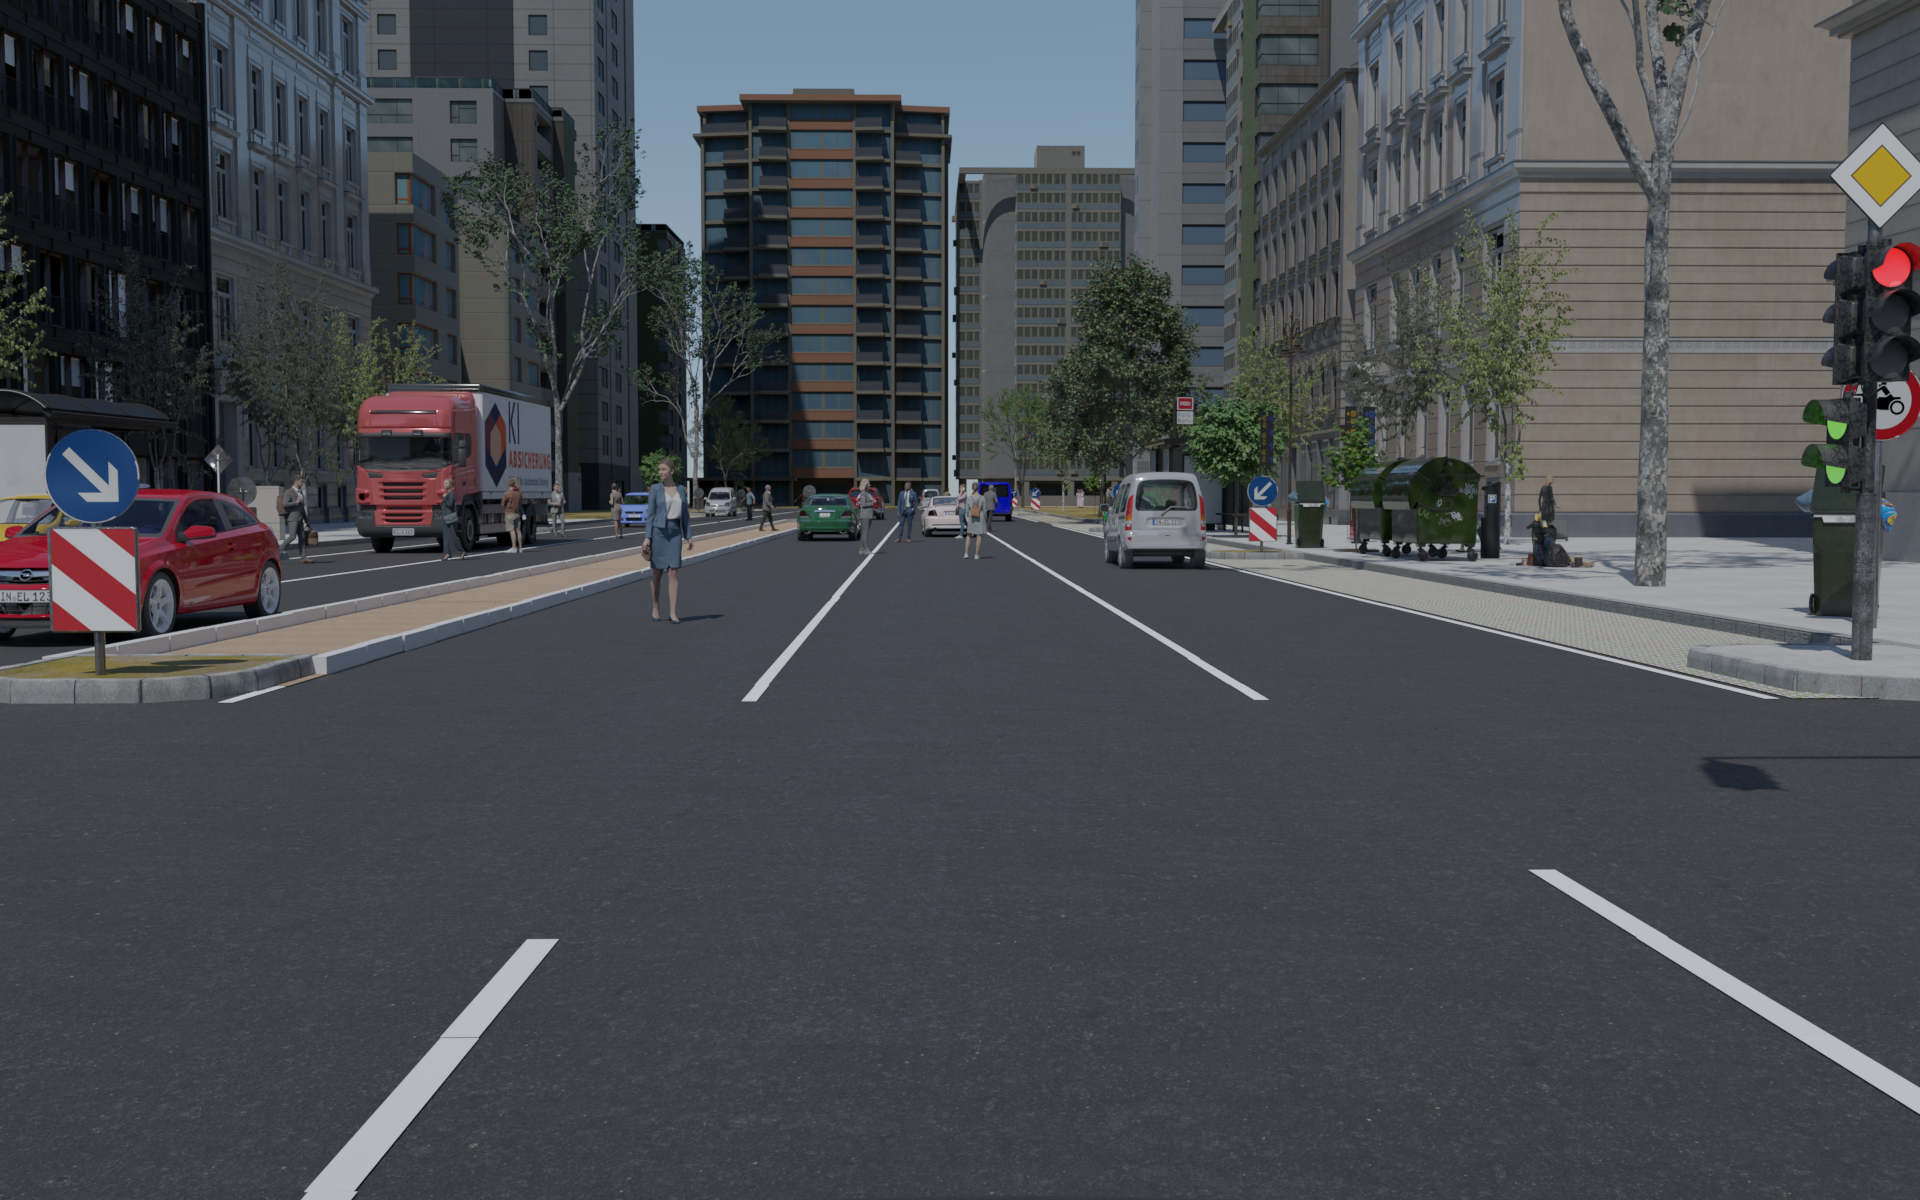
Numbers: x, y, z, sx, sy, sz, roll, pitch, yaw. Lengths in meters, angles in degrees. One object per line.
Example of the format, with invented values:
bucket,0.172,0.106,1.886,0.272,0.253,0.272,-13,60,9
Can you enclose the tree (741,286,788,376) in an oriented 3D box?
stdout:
tree,-19.591,-16.926,132.632,12.611,20.169,13.585,0,3,0

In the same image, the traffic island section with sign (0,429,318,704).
traffic island section with sign,-6.090,-0.284,12.786,2.006,1.907,1.989,0,4,-1

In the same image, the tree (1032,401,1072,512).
tree,7.363,-10.757,126.239,4.737,8.622,4.395,0,3,0

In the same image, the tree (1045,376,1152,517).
tree,7.996,-9.798,94.612,7.601,10.594,8.767,1,4,19

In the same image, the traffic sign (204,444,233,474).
traffic sign,-19.685,-2.830,46.000,0.795,2.593,0.064,0,4,7

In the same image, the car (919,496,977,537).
car,-0.349,-2.873,59.332,2.083,1.381,4.827,0,4,-3

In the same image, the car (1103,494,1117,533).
car,5.847,-3.028,58.301,1.959,1.807,4.718,0,4,-1

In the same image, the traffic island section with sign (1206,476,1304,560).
traffic island section with sign,6.475,-1.829,38.526,1.989,1.847,2.006,0,4,-1

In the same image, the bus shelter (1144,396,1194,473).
bus shelter,8.611,-5.586,68.969,2.179,5.291,8.768,0,4,-1

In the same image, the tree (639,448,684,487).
tree,-21.124,-8.480,122.358,4.285,4.588,4.351,0,3,0

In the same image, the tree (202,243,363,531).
tree,-19.295,-6.135,50.676,4.360,8.622,3.978,0,3,0

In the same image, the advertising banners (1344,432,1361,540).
advertising banners,10.917,-3.172,48.042,0.090,3.025,2.074,0,4,-3

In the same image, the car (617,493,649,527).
car,-14.004,-4.041,75.666,1.945,1.707,3.694,0,4,-3

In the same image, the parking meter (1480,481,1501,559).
parking meter,10.583,-1.598,34.541,0.372,1.533,0.369,0,3,0

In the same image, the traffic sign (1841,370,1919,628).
traffic sign,8.733,-1.003,16.501,0.768,2.556,0.104,0,4,2

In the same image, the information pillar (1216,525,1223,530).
information pillar,9.371,-3.521,62.058,0.304,2.012,0.304,0,4,-3

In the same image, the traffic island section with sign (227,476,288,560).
traffic island section with sign,-15.742,-1.768,37.535,1.989,1.847,2.006,0,4,-1

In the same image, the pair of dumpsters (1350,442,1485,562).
pair of dumpsters,9.150,-1.976,34.796,1.574,2.255,4.437,0,4,-1

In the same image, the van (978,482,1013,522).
van,1.767,-5.351,91.866,2.240,2.365,5.245,0,3,0

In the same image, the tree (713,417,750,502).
tree,-21.490,-13.135,165.112,4.737,8.622,4.395,0,3,0

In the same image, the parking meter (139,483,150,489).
parking meter,-19.294,-1.985,40.873,0.372,1.533,0.369,0,3,0

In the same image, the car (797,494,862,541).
car,-4.077,-2.607,54.430,2.131,1.459,4.920,0,4,0

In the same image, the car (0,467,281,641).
car,-8.715,-0.563,18.248,2.155,1.783,4.494,0,4,-1

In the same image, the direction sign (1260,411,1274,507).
direction sign,8.408,-3.396,47.523,0.379,3.537,0.876,2,4,33

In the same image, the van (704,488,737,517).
van,-15.170,-6.297,109.966,2.013,2.044,4.112,0,4,-1

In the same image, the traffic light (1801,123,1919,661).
traffic light,6.957,-1.490,13.287,0.839,4.253,0.868,0,4,-1

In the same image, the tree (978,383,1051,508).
tree,5.788,-14.518,163.121,9.928,11.665,9.643,0,3,0

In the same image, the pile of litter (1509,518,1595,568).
pile of litter,10.554,-1.032,30.842,1.176,0.858,1.719,-1,4,-10

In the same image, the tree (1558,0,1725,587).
tree,8.460,-10.312,24.485,12.611,20.169,13.585,0,3,0

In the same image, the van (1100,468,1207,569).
van,3.863,-1.692,34.670,2.013,2.044,4.112,0,4,-1

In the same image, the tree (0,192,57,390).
tree,-23.072,-5.457,39.592,4.737,8.622,4.395,0,3,0

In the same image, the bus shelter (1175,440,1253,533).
bus shelter,8.601,-3.925,58.093,2.014,3.302,5.546,0,4,-1

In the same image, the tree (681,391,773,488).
tree,-21.086,-13.594,156.667,8.767,10.594,7.601,0,4,-4

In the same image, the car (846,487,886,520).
car,-5.350,-5.434,97.522,2.281,1.827,5.304,0,4,1

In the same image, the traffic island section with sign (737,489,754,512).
traffic island section with sign,-17.964,-8.181,142.386,1.989,1.847,2.006,0,4,-1

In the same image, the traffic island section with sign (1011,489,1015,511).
traffic island section with sign,4.254,-8.192,142.569,1.989,1.847,2.006,0,4,-1

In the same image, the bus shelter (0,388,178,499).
bus shelter,-18.431,-2.574,36.010,2.014,3.302,5.546,0,4,-1

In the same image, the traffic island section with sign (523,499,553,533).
traffic island section with sign,-16.325,-3.468,65.327,1.989,1.847,2.006,0,4,-1

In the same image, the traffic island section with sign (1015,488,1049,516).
traffic island section with sign,4.853,-6.514,115.134,1.989,1.847,2.006,0,4,-1

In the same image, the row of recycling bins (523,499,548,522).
row of recycling bins,-19.669,-4.477,80.309,1.069,1.692,3.534,0,4,-7

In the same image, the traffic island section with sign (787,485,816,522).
traffic island section with sign,-7.693,-4.879,87.908,2.006,1.907,1.989,0,4,-1

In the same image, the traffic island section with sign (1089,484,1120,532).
traffic island section with sign,5.900,-3.477,65.475,1.989,1.847,2.006,0,4,-1

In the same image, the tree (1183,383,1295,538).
tree,8.178,-4.122,51.115,4.285,4.588,4.351,0,3,0

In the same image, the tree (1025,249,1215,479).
tree,7.862,-10.050,81.330,9.611,12.733,9.660,0,3,0

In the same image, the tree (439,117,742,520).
tree,-18.764,-14.084,86.161,12.611,20.169,13.585,0,3,0

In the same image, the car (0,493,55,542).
car,-15.812,-1.190,29.685,2.015,1.641,3.980,0,4,-1

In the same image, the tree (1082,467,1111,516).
tree,8.051,-6.695,104.070,1.663,3.219,1.824,0,3,0

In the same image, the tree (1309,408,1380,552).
tree,8.912,-2.695,38.657,1.663,3.219,1.824,0,3,0

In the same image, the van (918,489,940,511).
van,-2.537,-8.623,147.998,2.013,2.044,4.112,0,4,-3

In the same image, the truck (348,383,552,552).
truck,-13.354,-3.505,46.215,2.839,4.237,11.283,0,4,-1

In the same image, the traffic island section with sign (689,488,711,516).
traffic island section with sign,-17.383,-6.529,115.375,1.989,1.847,2.006,0,4,-1

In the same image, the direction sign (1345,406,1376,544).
direction sign,10.325,-3.228,44.775,0.876,3.537,0.379,-1,4,-18
